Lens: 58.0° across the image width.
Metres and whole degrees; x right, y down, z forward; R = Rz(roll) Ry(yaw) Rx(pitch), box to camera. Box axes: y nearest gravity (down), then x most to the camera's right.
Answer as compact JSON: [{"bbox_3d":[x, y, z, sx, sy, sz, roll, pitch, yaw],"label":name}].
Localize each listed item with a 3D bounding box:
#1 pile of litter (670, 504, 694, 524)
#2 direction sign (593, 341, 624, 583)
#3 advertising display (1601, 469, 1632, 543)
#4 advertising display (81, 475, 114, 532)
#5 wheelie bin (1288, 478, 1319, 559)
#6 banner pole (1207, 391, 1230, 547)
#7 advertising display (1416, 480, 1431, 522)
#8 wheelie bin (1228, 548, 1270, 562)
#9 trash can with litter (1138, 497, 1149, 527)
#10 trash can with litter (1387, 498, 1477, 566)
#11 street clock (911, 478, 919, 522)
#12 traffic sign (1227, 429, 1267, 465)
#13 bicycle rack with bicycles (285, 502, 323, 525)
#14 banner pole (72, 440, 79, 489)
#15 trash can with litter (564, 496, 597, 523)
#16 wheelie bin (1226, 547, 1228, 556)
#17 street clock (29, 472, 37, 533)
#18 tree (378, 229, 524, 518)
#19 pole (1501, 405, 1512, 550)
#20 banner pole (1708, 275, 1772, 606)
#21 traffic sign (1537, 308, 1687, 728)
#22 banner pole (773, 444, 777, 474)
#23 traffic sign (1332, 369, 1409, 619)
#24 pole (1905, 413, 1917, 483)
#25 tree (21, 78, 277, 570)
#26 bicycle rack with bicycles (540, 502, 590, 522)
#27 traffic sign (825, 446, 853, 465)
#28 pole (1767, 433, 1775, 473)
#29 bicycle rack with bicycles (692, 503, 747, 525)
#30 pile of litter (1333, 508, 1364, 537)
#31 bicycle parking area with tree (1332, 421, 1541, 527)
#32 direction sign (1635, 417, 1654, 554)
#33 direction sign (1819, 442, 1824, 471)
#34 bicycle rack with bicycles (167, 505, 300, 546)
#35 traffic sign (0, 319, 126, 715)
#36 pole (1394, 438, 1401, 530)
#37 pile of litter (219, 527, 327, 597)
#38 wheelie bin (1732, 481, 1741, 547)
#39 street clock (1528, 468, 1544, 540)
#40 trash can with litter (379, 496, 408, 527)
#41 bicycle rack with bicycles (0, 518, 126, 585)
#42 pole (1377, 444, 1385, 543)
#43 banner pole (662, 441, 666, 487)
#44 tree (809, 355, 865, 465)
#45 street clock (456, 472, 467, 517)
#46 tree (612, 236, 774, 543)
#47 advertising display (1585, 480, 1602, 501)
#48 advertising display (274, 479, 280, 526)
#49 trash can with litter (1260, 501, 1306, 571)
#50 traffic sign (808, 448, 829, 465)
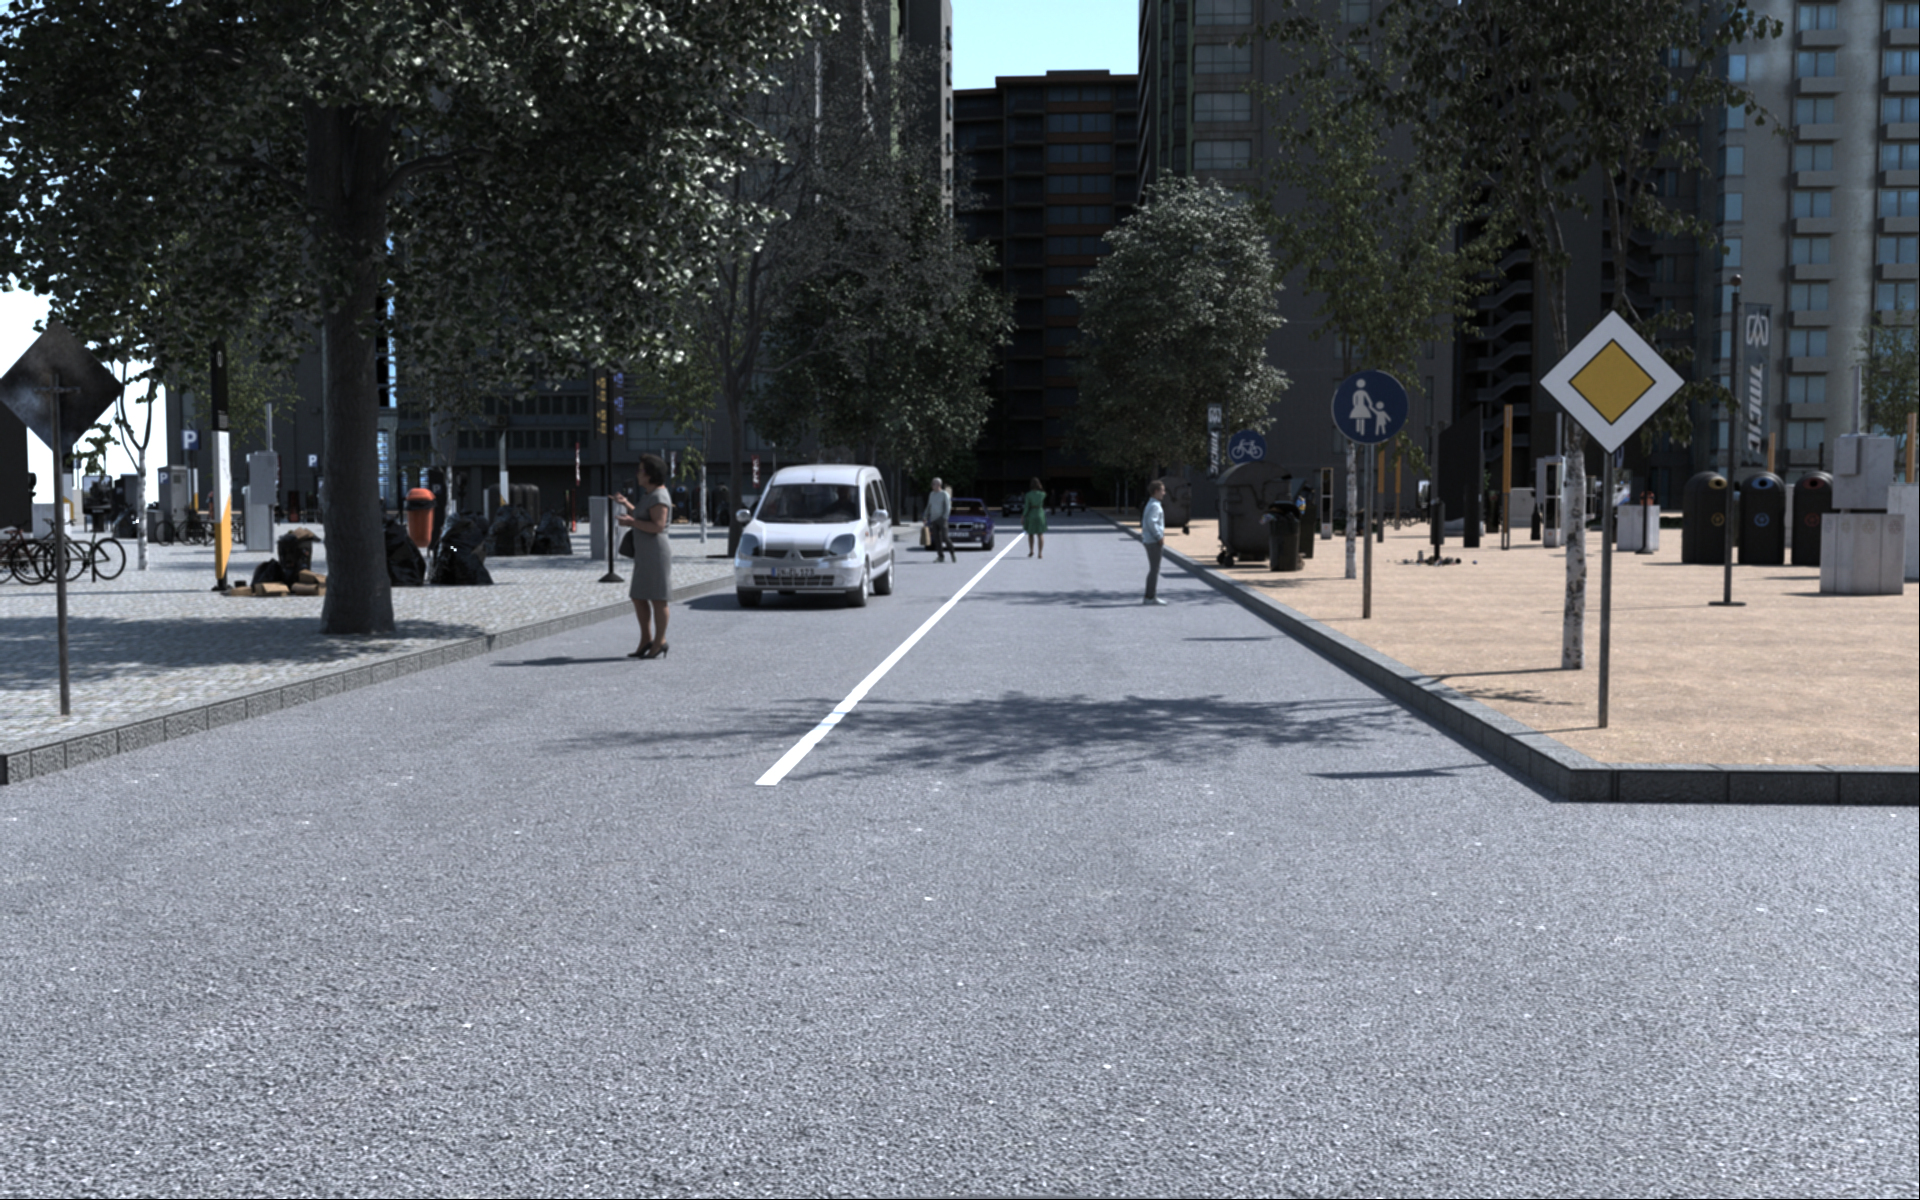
[{"bbox_3d":[-12.252,-3.715,74.706,1.719,0.858,1.176,-2,4,-25],"label":"pile of litter"},{"bbox_3d":[-5.087,-2.028,25.159,0.379,3.537,0.876,1,4,16],"label":"direction sign"},{"bbox_3d":[17.155,-2.443,45.165,0.974,1.923,0.123,-2,4,-34],"label":"advertising display"},{"bbox_3d":[-29.009,-3.245,58.275,0.974,1.923,0.123,0,4,-4],"label":"advertising display"},{"bbox_3d":[6.719,-1.630,34.567,0.693,1.594,0.980,-1,4,-21],"label":"wheelie bin"},{"bbox_3d":[6.285,-3.176,41.950,0.863,3.779,0.401,-2,4,-32],"label":"banner pole"},{"bbox_3d":[20.946,-4.467,78.257,0.974,1.923,0.123,-3,5,-40],"label":"advertising display"},{"bbox_3d":[5.590,-1.540,33.084,0.693,1.594,0.980,1,4,18],"label":"wheelie bin"},{"bbox_3d":[7.400,-3.376,66.579,1.055,1.170,0.624,2,4,25],"label":"trash can with litter"},{"bbox_3d":[8.641,-1.272,31.849,1.678,1.210,2.233,1,4,19],"label":"trash can with litter"},{"bbox_3d":[-2.025,-4.512,78.336,0.358,2.002,0.471,-1,4,-14],"label":"street clock"},{"bbox_3d":[5.654,-2.084,34.182,0.768,2.556,0.104,0,4,5],"label":"traffic sign"},{"bbox_3d":[-31.578,-4.099,80.398,2.852,0.926,2.925,2,4,27],"label":"bicycle rack with bicycles"},{"bbox_3d":[-40.536,-5.449,79.112,0.863,3.779,0.401,-2,4,-35],"label":"banner pole"},{"bbox_3d":[-16.662,-4.062,77.475,2.233,1.210,1.678,2,4,23],"label":"trash can with litter"},{"bbox_3d":[5.801,-1.703,35.744,0.980,1.594,0.693,-1,4,-14],"label":"wheelie bin"},{"bbox_3d":[-30.885,-3.244,57.615,0.471,2.002,0.358,3,5,44],"label":"street clock"},{"bbox_3d":[-14.051,-5.948,47.609,4.360,8.622,3.978,0,3,0],"label":"tree"},{"bbox_3d":[12.514,-2.800,39.630,0.158,3.312,0.155,0,3,0],"label":"pole"},{"bbox_3d":[9.068,-1.834,19.997,0.863,3.779,0.401,-2,4,-27],"label":"banner pole"},{"bbox_3d":[3.531,-0.356,9.458,0.795,2.450,0.064,0,4,3],"label":"traffic sign"},{"bbox_3d":[-6.824,-4.516,63.861,0.401,3.779,0.863,0,4,3],"label":"banner pole"},{"bbox_3d":[4.199,-1.082,17.798,0.768,2.556,0.104,1,4,11],"label":"traffic sign"},{"bbox_3d":[23.883,-3.040,43.541,0.158,3.312,0.155,0,3,0],"label":"pole"},{"bbox_3d":[-13.770,-4.823,29.215,4.737,8.622,4.395,0,3,0],"label":"tree"},{"bbox_3d":[-18.034,-4.086,80.192,2.925,0.926,2.852,2,4,27],"label":"bicycle rack with bicycles"},{"bbox_3d":[-3.185,-2.779,45.551,0.768,2.556,0.104,1,4,10],"label":"traffic sign"},{"bbox_3d":[26.916,-3.895,57.518,0.158,3.312,0.155,0,3,0],"label":"pole"},{"bbox_3d":[-10.034,-3.597,72.198,2.852,0.926,2.925,0,4,-2],"label":"bicycle rack with bicycles"},{"bbox_3d":[11.993,-2.384,52.939,1.176,0.858,1.719,1,4,21],"label":"pile of litter"},{"bbox_3d":[19.275,-5.124,70.783,9.016,4.147,8.231,1,4,23],"label":"bicycle parking area with tree"},{"bbox_3d":[14.654,-2.752,36.990,0.379,3.537,0.876,1,4,8],"label":"direction sign"},{"bbox_3d":[37.897,-5.156,76.290,0.379,3.537,0.876,1,4,18],"label":"direction sign"},{"bbox_3d":[-18.770,-1.846,43.571,2.852,0.926,2.925,3,5,42],"label":"bicycle rack with bicycles"},{"bbox_3d":[-5.196,-0.389,10.001,0.795,2.450,0.064,0,4,3],"label":"traffic sign"},{"bbox_3d":[15.656,-4.164,61.926,0.158,3.312,0.155,0,3,0],"label":"pole"},{"bbox_3d":[-8.494,-0.493,22.023,1.719,0.858,1.176,1,4,13],"label":"pile of litter"},{"bbox_3d":[18.623,-2.089,42.070,0.693,1.594,0.980,-3,4,-39],"label":"wheelie bin"},{"bbox_3d":[15.971,-2.656,47.988,0.471,2.002,0.358,-2,4,-24],"label":"street clock"},{"bbox_3d":[-22.248,-3.447,67.413,2.233,1.210,1.678,0,4,5],"label":"trash can with litter"},{"bbox_3d":[-13.630,-0.718,25.117,2.852,0.926,2.925,3,5,43],"label":"bicycle rack with bicycles"},{"bbox_3d":[11.138,-3.179,45.823,0.158,3.312,0.155,0,3,0],"label":"pole"},{"bbox_3d":[-14.107,-5.663,82.605,0.401,3.779,0.863,-2,4,-24],"label":"banner pole"},{"bbox_3d":[-5.214,-7.964,80.567,4.737,8.622,4.395,0,3,0],"label":"tree"},{"bbox_3d":[-16.412,-3.212,57.086,0.358,2.002,0.471,-3,4,-36],"label":"street clock"},{"bbox_3d":[-6.995,-5.808,45.316,4.737,8.622,4.395,0,3,0],"label":"tree"},{"bbox_3d":[29.502,-4.628,80.877,0.974,1.923,0.123,2,4,31],"label":"advertising display"},{"bbox_3d":[-27.978,-3.961,69.971,0.974,1.923,0.123,-3,5,-41],"label":"advertising display"},{"bbox_3d":[5.425,-1.076,28.983,0.624,1.170,1.055,1,4,23],"label":"trash can with litter"},{"bbox_3d":[-3.815,-2.902,47.558,0.768,2.556,0.104,1,4,9],"label":"traffic sign"}]
